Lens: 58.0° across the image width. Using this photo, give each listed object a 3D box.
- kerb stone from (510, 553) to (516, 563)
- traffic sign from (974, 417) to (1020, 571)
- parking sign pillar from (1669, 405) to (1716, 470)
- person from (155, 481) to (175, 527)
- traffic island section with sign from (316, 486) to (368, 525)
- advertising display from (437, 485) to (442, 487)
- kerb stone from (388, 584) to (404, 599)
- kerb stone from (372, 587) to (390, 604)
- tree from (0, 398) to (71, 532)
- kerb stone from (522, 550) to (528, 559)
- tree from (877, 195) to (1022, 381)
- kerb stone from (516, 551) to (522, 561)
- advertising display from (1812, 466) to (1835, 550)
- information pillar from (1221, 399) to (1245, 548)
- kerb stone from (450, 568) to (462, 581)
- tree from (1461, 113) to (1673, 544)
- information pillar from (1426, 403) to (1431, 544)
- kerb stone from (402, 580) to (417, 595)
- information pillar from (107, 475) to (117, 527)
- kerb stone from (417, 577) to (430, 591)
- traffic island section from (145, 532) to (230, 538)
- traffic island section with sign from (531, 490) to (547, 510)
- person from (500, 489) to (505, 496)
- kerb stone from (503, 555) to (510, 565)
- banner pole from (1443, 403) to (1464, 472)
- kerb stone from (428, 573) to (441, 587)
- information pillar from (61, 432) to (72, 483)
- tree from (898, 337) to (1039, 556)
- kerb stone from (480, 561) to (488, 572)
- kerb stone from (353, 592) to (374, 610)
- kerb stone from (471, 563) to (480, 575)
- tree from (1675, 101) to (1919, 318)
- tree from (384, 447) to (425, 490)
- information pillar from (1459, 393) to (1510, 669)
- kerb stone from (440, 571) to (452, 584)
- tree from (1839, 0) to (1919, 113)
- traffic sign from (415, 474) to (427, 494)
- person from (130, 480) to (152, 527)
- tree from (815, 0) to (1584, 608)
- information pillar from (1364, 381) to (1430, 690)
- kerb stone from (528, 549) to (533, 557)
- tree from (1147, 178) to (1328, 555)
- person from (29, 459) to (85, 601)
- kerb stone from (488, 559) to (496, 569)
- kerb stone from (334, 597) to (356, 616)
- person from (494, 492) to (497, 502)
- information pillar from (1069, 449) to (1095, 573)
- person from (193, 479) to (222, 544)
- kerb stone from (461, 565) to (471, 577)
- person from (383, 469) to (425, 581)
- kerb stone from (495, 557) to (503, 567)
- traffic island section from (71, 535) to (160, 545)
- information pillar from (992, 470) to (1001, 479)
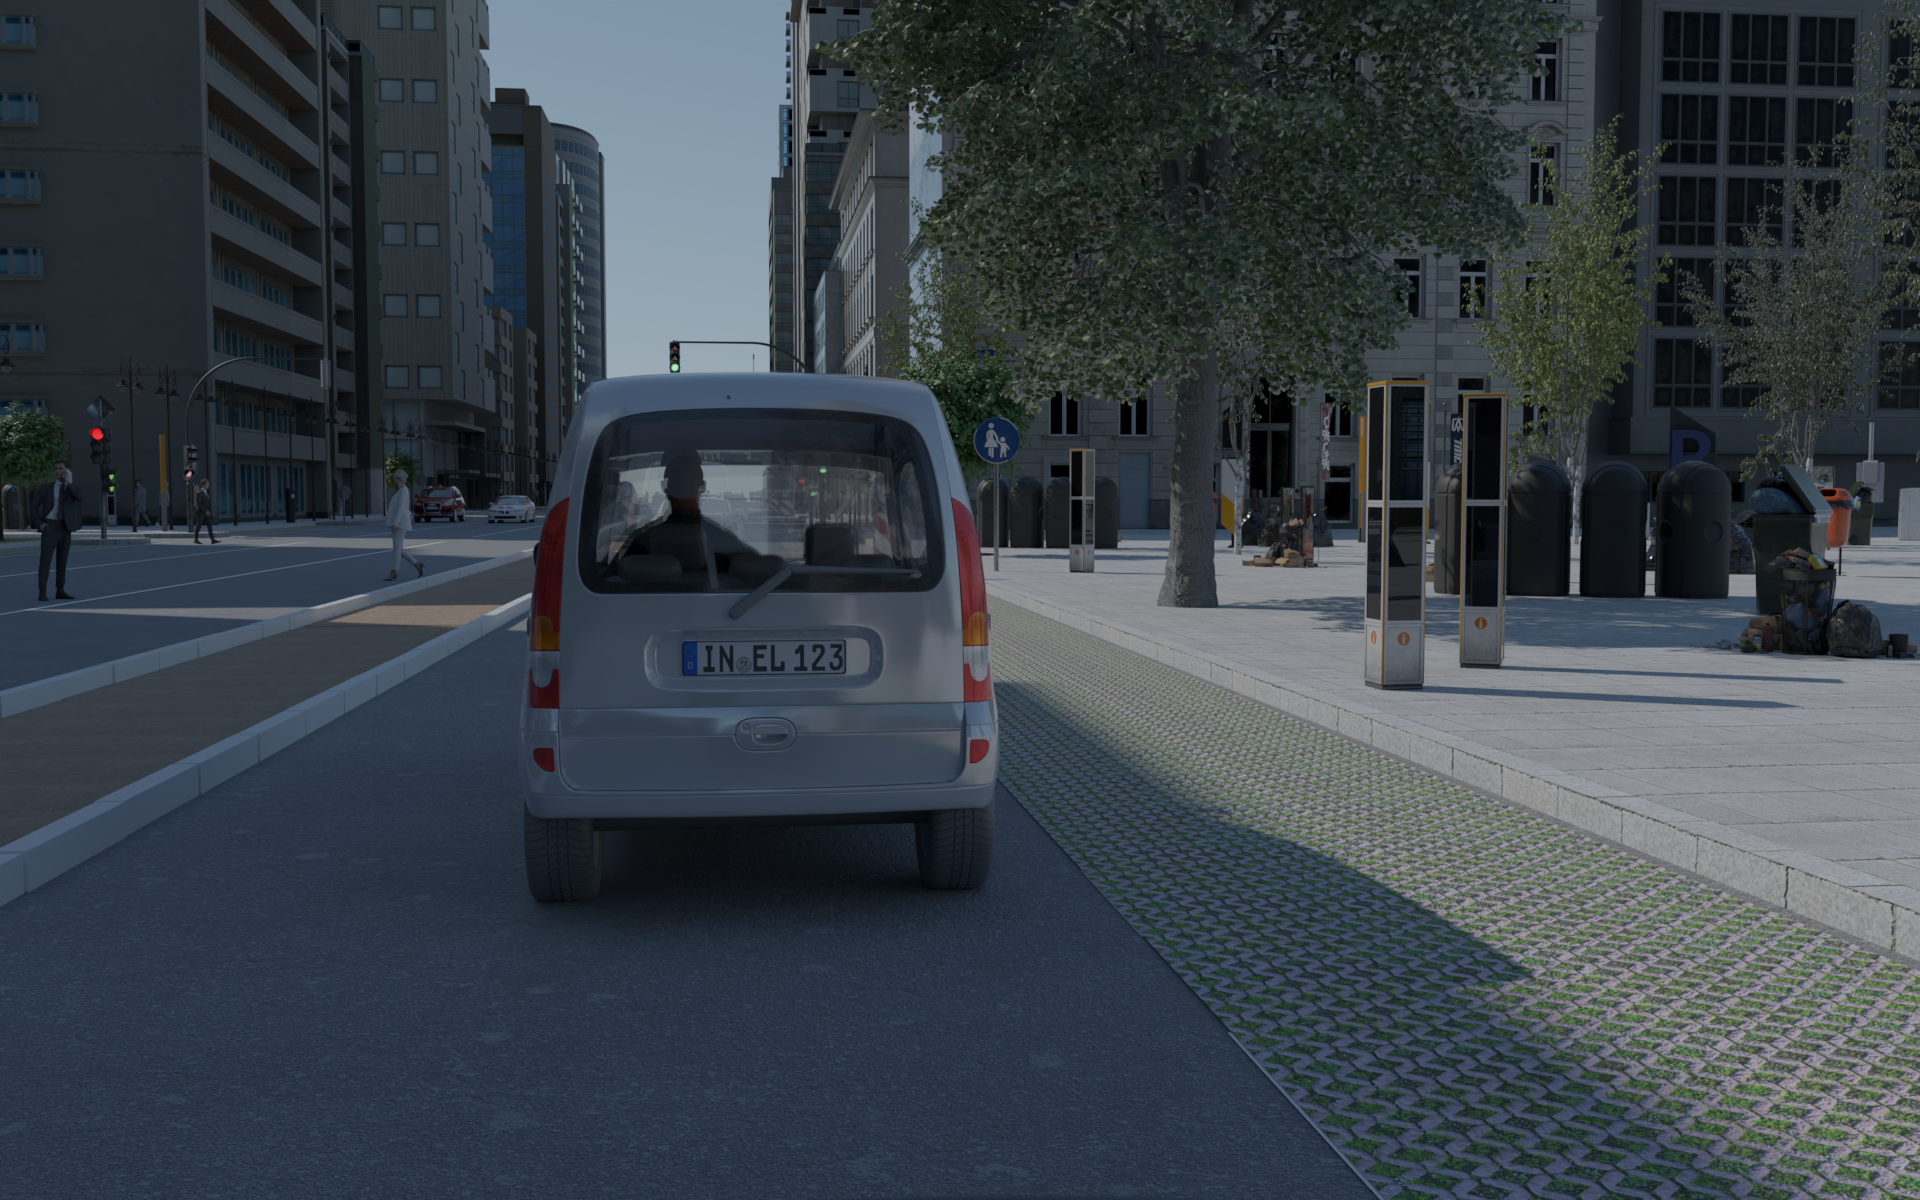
[{"bbox_3d":[-9.376,-0.839,35.911,0.120,0.150,1.000,0,4,-7],"label":"kerb stone"},{"bbox_3d":[0.606,-1.753,28.773,0.768,2.556,0.104,0,4,-4],"label":"traffic sign"},{"bbox_3d":[22.122,-3.907,52.350,1.447,3.967,1.447,1,4,22],"label":"parking sign pillar"},{"bbox_3d":[-30.564,-3.685,66.470,0.709,1.800,0.728,3,5,40],"label":"person"},{"bbox_3d":[-28.421,-4.349,79.739,1.989,1.847,2.006,0,4,-7],"label":"traffic island section with sign"},{"bbox_3d":[-36.365,-7.089,121.111,0.123,1.923,0.974,0,4,-5],"label":"advertising display"},{"bbox_3d":[-7.800,-0.092,23.699,0.120,0.150,1.000,0,4,-7],"label":"kerb stone"},{"bbox_3d":[-7.663,-0.029,22.673,0.120,0.150,1.000,0,4,-7],"label":"kerb stone"},{"bbox_3d":[-32.229,-4.635,59.488,4.285,4.588,4.351,0,3,0],"label":"tree"},{"bbox_3d":[-9.642,-0.964,37.949,0.120,0.150,1.000,0,4,-7],"label":"kerb stone"},{"bbox_3d":[-0.229,-5.580,41.592,4.737,8.622,4.395,0,3,0],"label":"tree"},{"bbox_3d":[-9.511,-0.901,36.934,0.120,0.150,1.000,0,4,-7],"label":"kerb stone"},{"bbox_3d":[19.611,-2.104,39.622,0.974,1.923,0.123,-2,4,-26],"label":"advertising display"},{"bbox_3d":[6.471,-3.043,41.103,0.504,3.616,0.183,1,4,17],"label":"information pillar"},{"bbox_3d":[-8.462,-0.403,28.785,0.120,0.150,1.000,0,4,-7],"label":"kerb stone"},{"bbox_3d":[12.091,-5.140,34.409,4.737,8.622,4.395,0,3,0],"label":"tree"},{"bbox_3d":[11.856,-3.248,44.463,0.504,3.616,0.183,-2,4,-23],"label":"information pillar"},{"bbox_3d":[-7.933,-0.154,24.717,0.120,0.150,1.000,0,4,-7],"label":"kerb stone"},{"bbox_3d":[-33.346,-3.888,68.067,0.304,2.012,0.304,-1,4,-19],"label":"information pillar"},{"bbox_3d":[-8.068,-0.215,25.741,0.120,0.150,1.000,0,4,-7],"label":"kerb stone"},{"bbox_3d":[-25.511,-2.149,57.424,2.009,0.180,2.903,0,4,-7],"label":"traffic island section"},{"bbox_3d":[-38.359,-9.042,156.466,1.989,1.847,2.006,0,4,-7],"label":"traffic island section with sign"},{"bbox_3d":[-32.675,-7.099,124.789,0.699,1.804,1.509,2,4,34],"label":"person"},{"bbox_3d":[-9.245,-0.777,34.893,0.120,0.150,1.000,0,4,-7],"label":"kerb stone"},{"bbox_3d":[13.450,-3.505,47.325,0.863,3.779,0.401,3,4,37],"label":"banner pole"},{"bbox_3d":[-8.197,-0.279,26.756,0.120,0.150,1.000,0,4,-7],"label":"kerb stone"},{"bbox_3d":[-33.507,-4.503,64.980,0.183,3.616,0.504,0,4,6],"label":"information pillar"},{"bbox_3d":[0.011,-3.211,36.209,4.285,4.588,4.351,0,3,0],"label":"tree"},{"bbox_3d":[-8.851,-0.589,31.843,0.120,0.150,1.000,0,4,-7],"label":"kerb stone"},{"bbox_3d":[-7.532,0.033,21.659,0.120,0.150,1.000,0,4,-7],"label":"kerb stone"},{"bbox_3d":[-8.722,-0.528,30.829,0.120,0.150,1.000,0,4,-7],"label":"kerb stone"},{"bbox_3d":[17.338,-5.220,35.713,4.360,8.622,3.978,0,3,0],"label":"tree"},{"bbox_3d":[-38.385,-8.241,118.446,4.285,4.588,4.351,0,3,0],"label":"tree"},{"bbox_3d":[3.872,-0.508,12.790,0.304,2.012,0.304,1,4,22],"label":"information pillar"},{"bbox_3d":[-8.332,-0.341,27.771,0.120,0.150,1.000,0,4,-7],"label":"kerb stone"},{"bbox_3d":[13.790,-4.471,23.458,4.360,8.622,3.978,0,3,0],"label":"tree"},{"bbox_3d":[-33.914,-6.664,109.057,0.768,2.556,0.104,0,4,-3],"label":"traffic sign"},{"bbox_3d":[-31.897,-3.745,67.374,0.767,1.812,0.694,0,4,-4],"label":"person"},{"bbox_3d":[2.634,-6.904,19.537,9.857,13.997,8.962,0,3,0],"label":"tree"},{"bbox_3d":[2.873,-0.424,11.417,0.304,2.012,0.304,-1,4,-10],"label":"information pillar"},{"bbox_3d":[-9.782,-1.026,38.969,0.120,0.150,1.000,0,4,-7],"label":"kerb stone"},{"bbox_3d":[5.877,-5.276,36.622,4.360,8.622,3.978,0,3,0],"label":"tree"},{"bbox_3d":[-12.214,-0.955,23.483,0.474,1.900,0.648,3,5,43],"label":"person"},{"bbox_3d":[-8.987,-0.649,32.864,0.120,0.150,1.000,0,4,-7],"label":"kerb stone"},{"bbox_3d":[-7.402,0.095,20.637,0.120,0.150,1.000,0,4,-7],"label":"kerb stone"},{"bbox_3d":[-38.581,-8.242,144.054,0.557,1.426,1.065,0,4,-6],"label":"person"},{"bbox_3d":[1.994,-1.455,28.279,0.304,2.012,0.304,3,5,40],"label":"information pillar"},{"bbox_3d":[-21.556,-2.522,49.514,0.755,1.850,0.659,0,4,3],"label":"person"},{"bbox_3d":[-8.592,-0.466,29.811,0.120,0.150,1.000,0,4,-7],"label":"kerb stone"},{"bbox_3d":[-9.240,-1.248,28.782,0.818,1.842,0.514,-3,5,-45],"label":"person"},{"bbox_3d":[-9.117,-0.715,33.878,0.120,0.150,1.000,0,4,-7],"label":"kerb stone"},{"bbox_3d":[-24.484,-1.665,49.505,2.009,0.180,2.903,0,4,-7],"label":"traffic island section"},{"bbox_3d":[1.117,-3.005,53.628,0.304,2.012,0.304,0,4,-2],"label":"information pillar"}]
